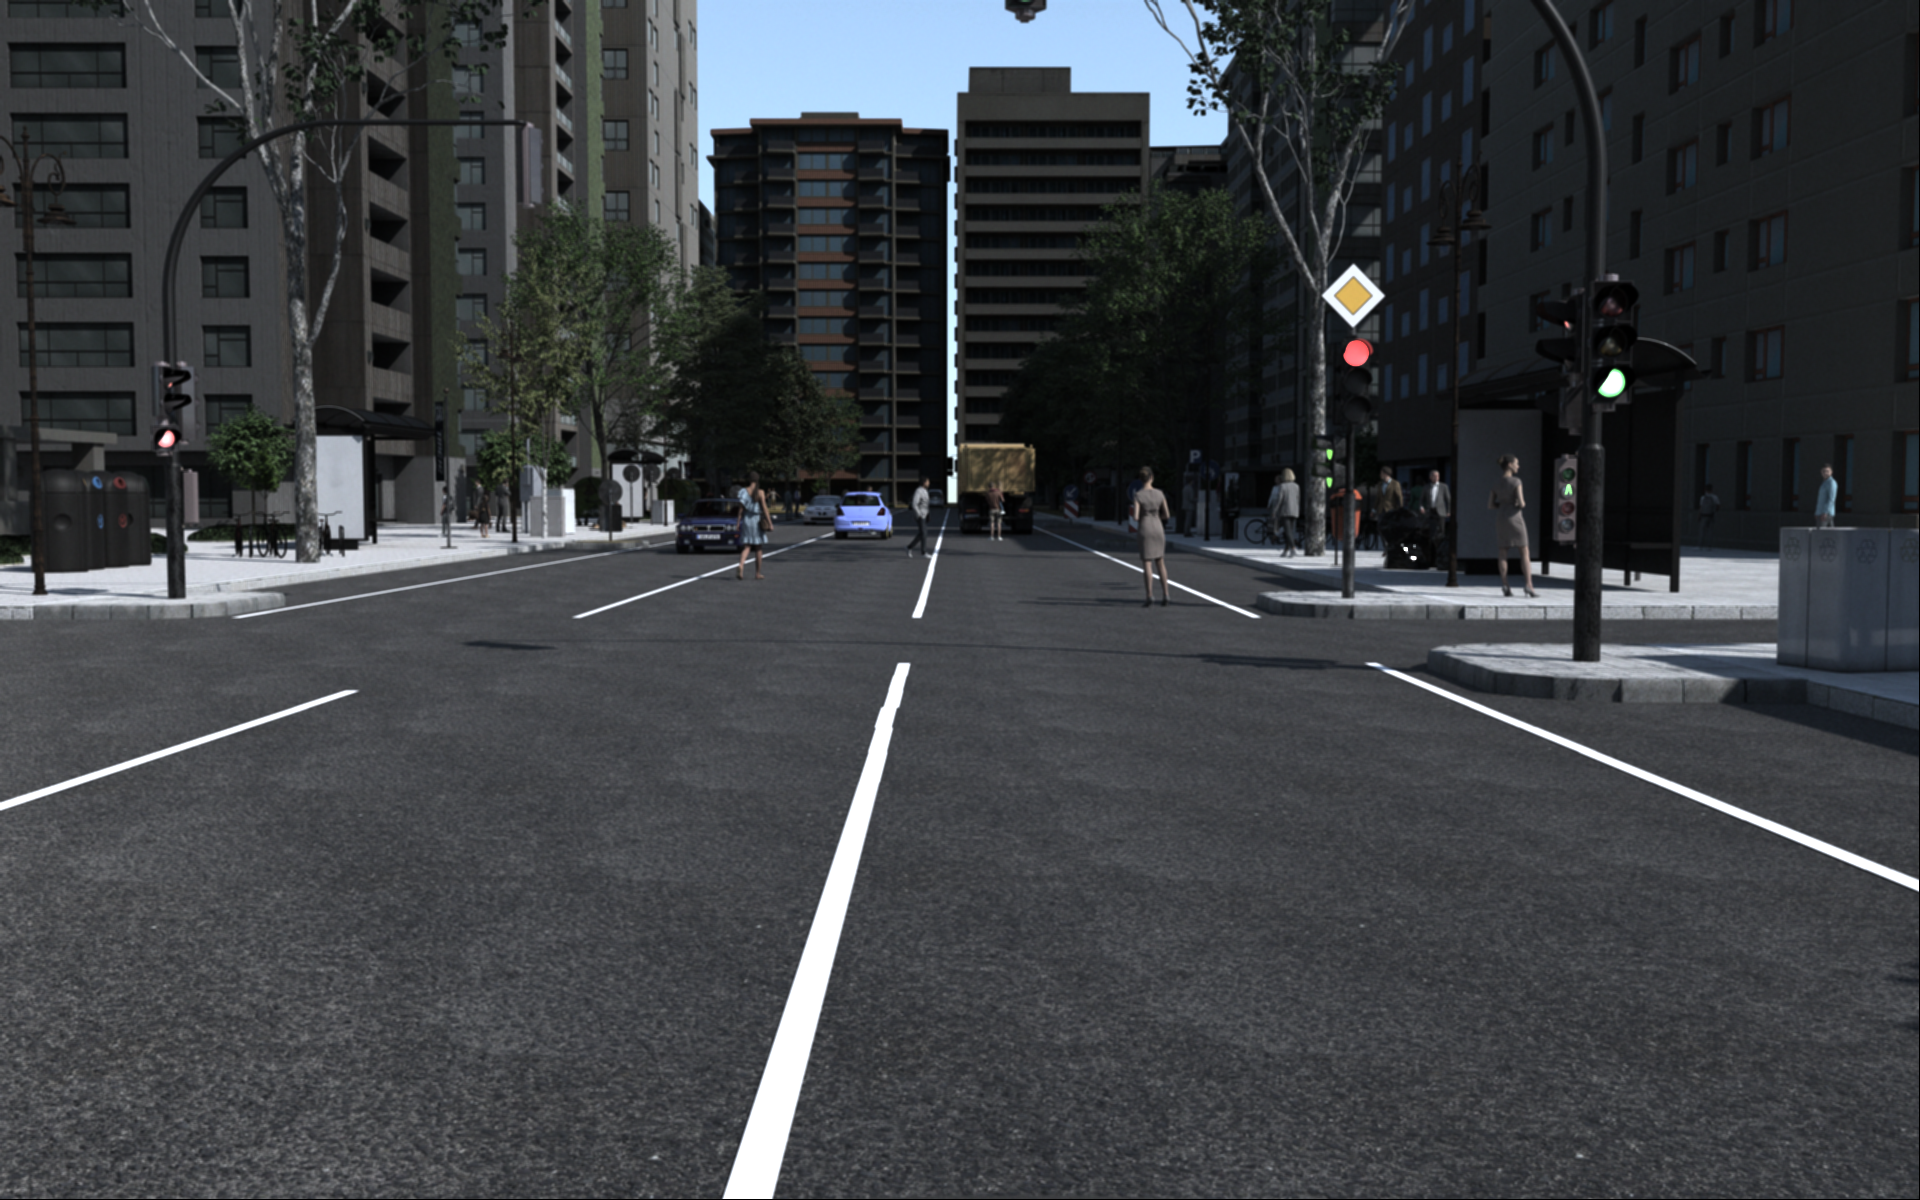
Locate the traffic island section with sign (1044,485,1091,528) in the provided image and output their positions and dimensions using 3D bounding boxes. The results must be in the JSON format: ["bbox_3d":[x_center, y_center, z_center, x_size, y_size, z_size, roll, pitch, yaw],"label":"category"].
[{"bbox_3d":[4.597,-4.005,74.114,1.989,1.847,2.006,0,4,0],"label":"traffic island section with sign"}]

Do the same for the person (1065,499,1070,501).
[{"bbox_3d":[7.429,-6.572,116.714,0.991,1.433,0.599,-2,4,-33],"label":"person"}]

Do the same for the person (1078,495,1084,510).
[{"bbox_3d":[9.673,-7.959,139.407,0.697,1.427,0.421,-2,4,-27],"label":"person"}]

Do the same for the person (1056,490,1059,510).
[{"bbox_3d":[7.752,-8.085,138.952,0.721,1.735,1.217,1,4,16],"label":"person"}]

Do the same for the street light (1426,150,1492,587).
[{"bbox_3d":[6.810,-3.119,23.791,0.468,5.910,1.993,0,4,0],"label":"street light"}]

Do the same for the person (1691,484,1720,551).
[{"bbox_3d":[16.894,-1.870,39.212,0.503,1.515,0.523,-2,4,-32],"label":"person"}]

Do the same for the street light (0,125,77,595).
[{"bbox_3d":[-11.723,-3.003,21.893,0.468,5.910,1.993,0,4,0],"label":"street light"}]

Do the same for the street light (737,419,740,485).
[{"bbox_3d":[-11.915,-7.350,92.965,0.468,5.910,1.993,0,4,0],"label":"street light"}]

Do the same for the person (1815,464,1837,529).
[{"bbox_3d":[16.105,-1.599,32.048,0.748,1.841,0.638,2,4,30],"label":"person"}]

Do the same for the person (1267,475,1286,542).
[{"bbox_3d":[8.638,-2.479,46.802,0.641,1.798,0.478,-2,4,-26],"label":"person"}]

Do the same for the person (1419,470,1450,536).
[{"bbox_3d":[9.977,-1.830,36.359,0.661,1.777,0.834,1,4,13],"label":"person"}]

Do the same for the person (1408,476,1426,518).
[{"bbox_3d":[12.734,-2.555,48.065,0.600,1.795,0.529,1,4,17],"label":"person"}]

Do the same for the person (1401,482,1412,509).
[{"bbox_3d":[15.621,-3.304,60.900,0.563,1.720,0.643,2,4,29],"label":"person"}]

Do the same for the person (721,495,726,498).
[{"bbox_3d":[-14.621,-5.911,105.883,0.628,1.438,0.799,3,5,45],"label":"person"}]

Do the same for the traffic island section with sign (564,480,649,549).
[{"bbox_3d":[-9.415,-2.313,46.440,1.989,1.847,2.006,0,4,0],"label":"traffic island section with sign"}]

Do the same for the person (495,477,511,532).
[{"bbox_3d":[-15.390,-3.215,58.410,0.655,1.846,0.447,2,4,35],"label":"person"}]

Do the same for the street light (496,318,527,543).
[{"bbox_3d":[-11.787,-4.457,45.667,0.468,5.910,1.993,0,4,0],"label":"street light"}]

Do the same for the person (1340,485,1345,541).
[{"bbox_3d":[10.525,-2.498,47.062,0.590,1.801,0.661,-2,4,-33],"label":"person"}]

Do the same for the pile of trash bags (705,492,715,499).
[{"bbox_3d":[-13.041,-4.860,89.209,1.912,1.369,3.447,0,4,-1],"label":"pile of trash bags"}]

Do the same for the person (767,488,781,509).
[{"bbox_3d":[-15.782,-8.584,146.385,1.348,1.824,0.705,-2,4,-33],"label":"person"}]

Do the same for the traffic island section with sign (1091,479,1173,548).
[{"bbox_3d":[4.708,-2.357,47.160,1.989,1.847,2.006,0,4,0],"label":"traffic island section with sign"}]

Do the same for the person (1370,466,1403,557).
[{"bbox_3d":[8.661,-1.787,35.168,0.656,1.842,0.836,1,4,18],"label":"person"}]

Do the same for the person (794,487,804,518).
[{"bbox_3d":[-9.535,-5.780,102.879,0.599,1.838,0.709,0,4,-1],"label":"person"}]

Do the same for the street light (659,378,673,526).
[{"bbox_3d":[-11.804,-5.904,69.316,0.468,5.910,1.993,0,4,0],"label":"street light"}]

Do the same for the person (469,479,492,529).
[{"bbox_3d":[-17.447,-3.487,63.024,0.822,1.834,0.622,-1,4,-16],"label":"person"}]

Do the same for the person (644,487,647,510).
[{"bbox_3d":[-20.857,-6.572,114.213,0.721,1.735,1.217,-1,4,-22],"label":"person"}]

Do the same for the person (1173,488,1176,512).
[{"bbox_3d":[15.856,-7.349,126.654,0.568,1.767,0.683,1,4,9],"label":"person"}]

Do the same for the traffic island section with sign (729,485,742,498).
[{"bbox_3d":[-9.521,-3.995,73.943,1.989,1.847,2.006,0,4,0],"label":"traffic island section with sign"}]

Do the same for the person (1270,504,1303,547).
[{"bbox_3d":[7.952,-2.217,42.172,0.818,1.842,0.514,1,4,17],"label":"person"}]

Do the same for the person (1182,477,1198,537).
[{"bbox_3d":[6.922,-2.783,51.737,0.583,1.804,0.606,-1,4,-22],"label":"person"}]

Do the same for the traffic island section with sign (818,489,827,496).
[{"bbox_3d":[-9.716,-7.002,123.105,1.989,1.847,2.006,0,4,0],"label":"traffic island section with sign"}]

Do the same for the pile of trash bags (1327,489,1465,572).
[{"bbox_3d":[7.856,-1.247,30.145,1.912,1.369,3.447,-3,5,-41],"label":"pile of trash bags"}]

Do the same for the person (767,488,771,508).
[{"bbox_3d":[-17.274,-9.222,156.833,0.705,1.822,1.348,1,4,12],"label":"person"}]

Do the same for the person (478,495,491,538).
[{"bbox_3d":[-14.004,-2.463,50.990,0.362,1.253,0.373,1,4,14],"label":"person"}]

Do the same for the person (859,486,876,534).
[{"bbox_3d":[-3.269,-3.216,61.836,0.466,1.731,0.760,3,4,38],"label":"person"}]

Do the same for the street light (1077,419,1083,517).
[{"bbox_3d":[6.576,-7.494,95.314,0.468,5.910,1.993,0,4,0],"label":"street light"}]

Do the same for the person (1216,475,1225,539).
[{"bbox_3d":[7.598,-2.663,49.561,0.580,1.828,0.573,0,4,-1],"label":"person"}]

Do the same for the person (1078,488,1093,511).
[{"bbox_3d":[9.725,-7.789,134.101,1.217,1.736,0.721,2,4,28],"label":"person"}]

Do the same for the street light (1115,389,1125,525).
[{"bbox_3d":[6.634,-6.047,71.655,0.468,5.910,1.993,0,4,0],"label":"street light"}]

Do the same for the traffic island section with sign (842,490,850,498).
[{"bbox_3d":[-9.816,-8.650,150.060,1.989,1.847,2.006,0,4,0],"label":"traffic island section with sign"}]

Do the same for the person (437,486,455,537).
[{"bbox_3d":[-15.385,-2.641,51.817,0.523,1.515,0.503,-1,4,-18],"label":"person"}]

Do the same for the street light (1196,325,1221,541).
[{"bbox_3d":[6.787,-4.566,47.440,0.468,5.910,1.993,0,4,0],"label":"street light"}]

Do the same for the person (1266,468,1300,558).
[{"bbox_3d":[6.561,-1.755,34.917,0.709,1.800,0.728,-2,4,-24],"label":"person"}]

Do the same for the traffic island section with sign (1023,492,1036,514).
[{"bbox_3d":[4.402,-7.023,123.448,1.989,1.847,2.006,0,4,0],"label":"traffic island section with sign"}]

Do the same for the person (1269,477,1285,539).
[{"bbox_3d":[9.125,-2.643,49.504,0.529,1.795,0.600,1,4,19],"label":"person"}]

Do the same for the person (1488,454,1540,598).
[{"bbox_3d":[6.917,-0.932,21.619,0.374,1.781,0.599,-3,4,-37],"label":"person"}]

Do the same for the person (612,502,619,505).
[{"bbox_3d":[-13.756,-3.775,68.362,0.593,1.750,0.643,1,4,15],"label":"person"}]

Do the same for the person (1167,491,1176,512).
[{"bbox_3d":[12.530,-5.997,104.926,1.217,1.723,0.721,-1,4,-11],"label":"person"}]
